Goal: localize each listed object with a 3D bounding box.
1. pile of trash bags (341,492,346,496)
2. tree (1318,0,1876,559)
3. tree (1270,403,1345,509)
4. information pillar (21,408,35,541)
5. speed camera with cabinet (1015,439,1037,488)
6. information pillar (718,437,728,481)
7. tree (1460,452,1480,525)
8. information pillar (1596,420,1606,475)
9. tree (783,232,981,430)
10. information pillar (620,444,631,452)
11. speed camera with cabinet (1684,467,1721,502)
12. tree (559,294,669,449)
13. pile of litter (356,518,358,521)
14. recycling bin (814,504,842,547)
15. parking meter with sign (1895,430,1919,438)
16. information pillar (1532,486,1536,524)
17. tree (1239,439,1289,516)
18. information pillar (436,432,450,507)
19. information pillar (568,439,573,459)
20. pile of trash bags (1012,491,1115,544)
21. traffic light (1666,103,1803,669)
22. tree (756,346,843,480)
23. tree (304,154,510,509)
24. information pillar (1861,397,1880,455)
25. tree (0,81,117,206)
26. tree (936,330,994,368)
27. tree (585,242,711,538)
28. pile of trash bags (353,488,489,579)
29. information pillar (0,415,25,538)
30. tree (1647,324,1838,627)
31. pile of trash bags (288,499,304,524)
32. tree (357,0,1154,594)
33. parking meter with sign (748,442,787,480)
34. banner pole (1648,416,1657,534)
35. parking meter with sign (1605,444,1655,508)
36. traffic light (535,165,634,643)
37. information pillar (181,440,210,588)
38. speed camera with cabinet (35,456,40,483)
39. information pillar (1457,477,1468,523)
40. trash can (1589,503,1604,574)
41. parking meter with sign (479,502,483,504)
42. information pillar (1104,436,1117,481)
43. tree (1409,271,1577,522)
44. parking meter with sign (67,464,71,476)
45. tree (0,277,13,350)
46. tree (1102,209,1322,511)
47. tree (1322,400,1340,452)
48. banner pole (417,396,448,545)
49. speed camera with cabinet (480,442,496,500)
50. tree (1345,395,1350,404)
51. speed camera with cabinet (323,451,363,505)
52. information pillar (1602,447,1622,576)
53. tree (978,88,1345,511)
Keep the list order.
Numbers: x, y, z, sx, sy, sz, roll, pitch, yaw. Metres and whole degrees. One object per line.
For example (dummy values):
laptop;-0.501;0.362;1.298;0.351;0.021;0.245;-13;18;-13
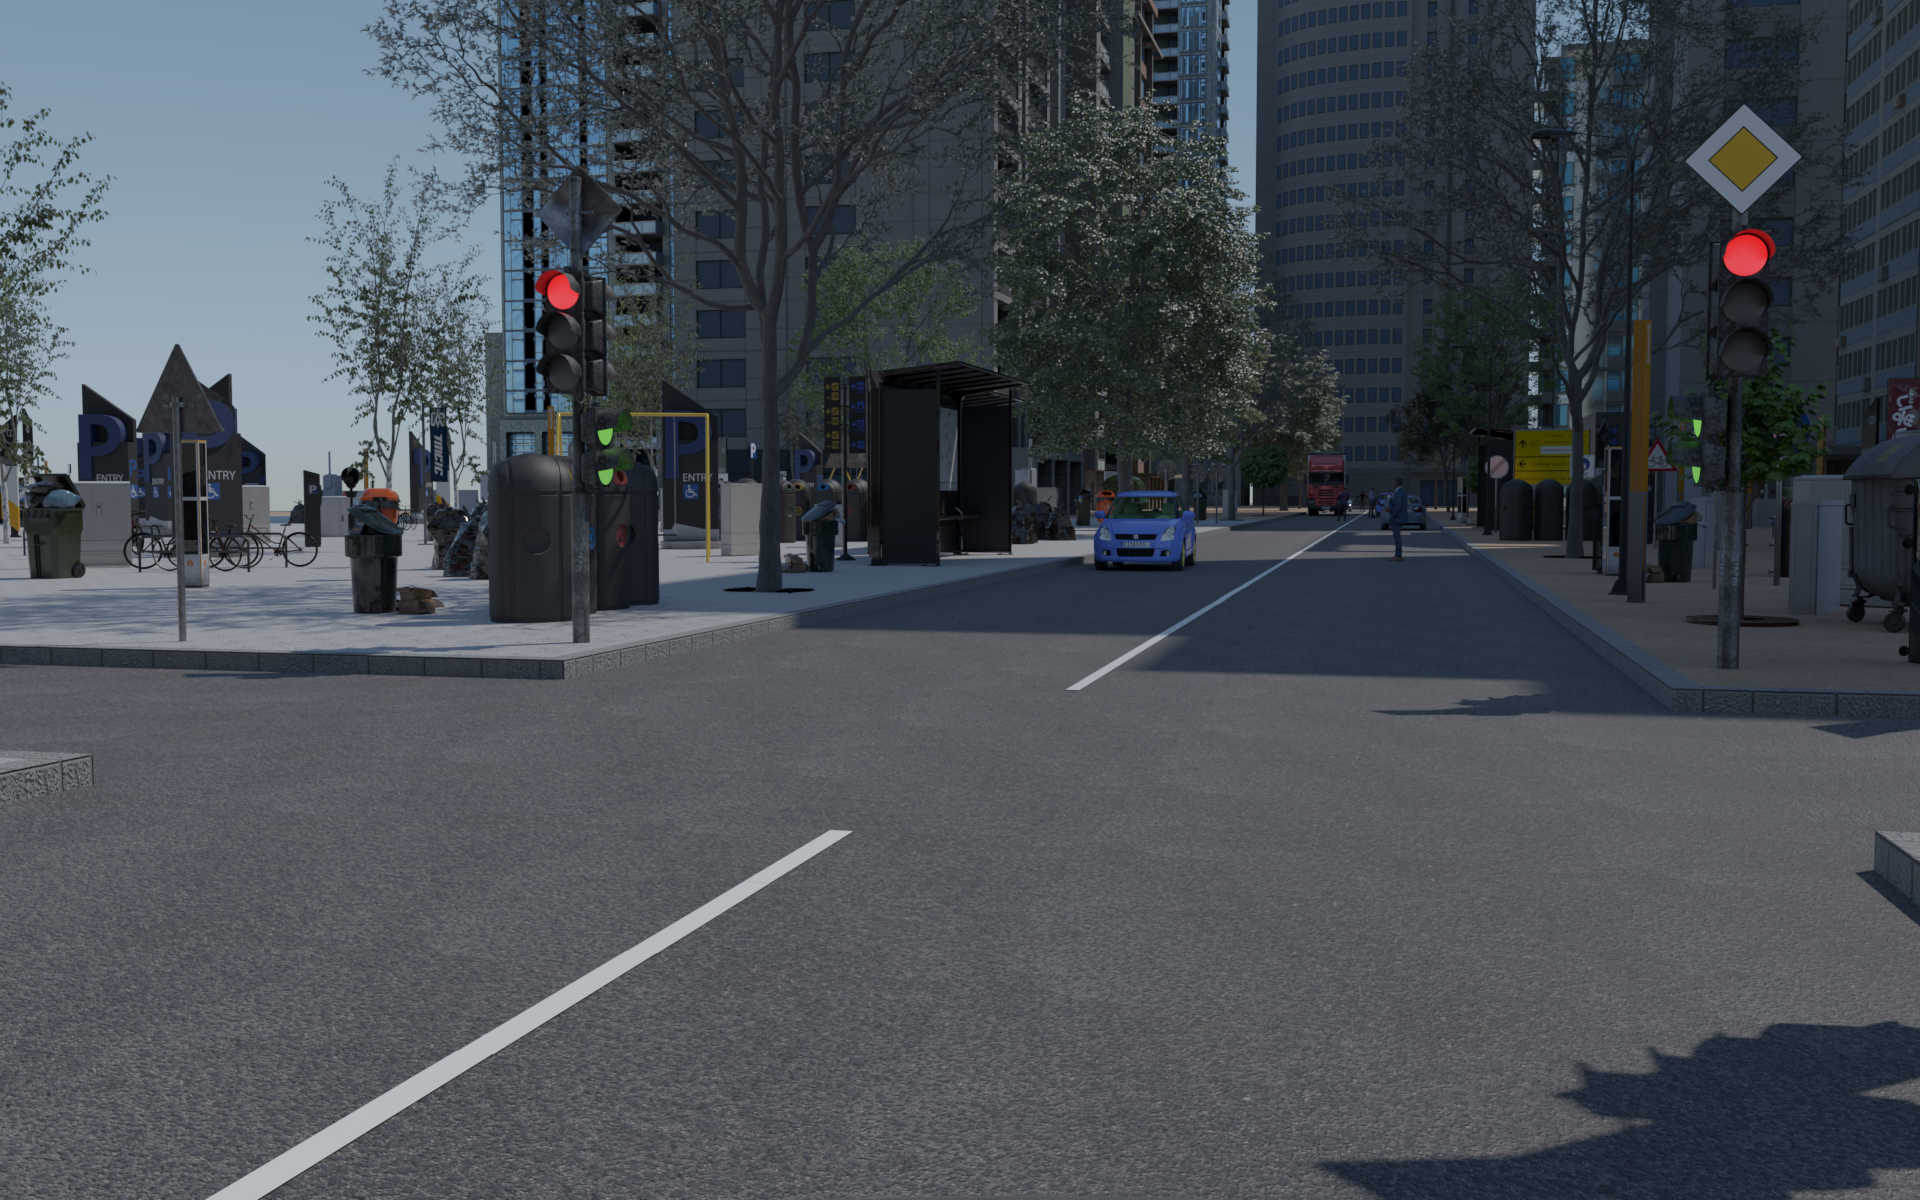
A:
pile of trash bags;-8.823;-1.248;30.159;3.447;1.369;1.912;1;4;8
tree;12.258;-7.567;34.086;12.009;13.543;11.850;0;3;0
tree;29.841;-13.241;150.899;8.767;10.594;7.601;3;4;39
information pillar;-25.530;-3.433;47.486;0.183;3.616;0.504;0;4;-6
speed camera with cabinet;2.684;-4.178;62.641;0.660;3.252;2.038;2;4;29
information pillar;-9.652;-4.850;70.645;0.504;3.616;0.183;3;5;39
tree;21.397;-4.719;71.753;1.663;3.219;1.824;0;3;0
information pillar;20.295;-3.887;54.907;0.183;3.616;0.504;3;5;44
tree;-3.101;-8.659;67.329;9.928;11.665;9.643;0;3;0
information pillar;-15.189;-5.336;78.598;0.504;3.616;0.183;0;4;-6
speed camera with cabinet;22.538;-3.550;52.375;0.660;3.252;2.038;3;5;43
tree;-12.571;-6.899;63.155;4.737;8.622;4.395;0;3;0
pile of litter;-19.468;-2.578;56.111;1.176;0.858;1.719;1;4;16
recycling bin;-3.168;-1.805;42.072;0.722;1.027;0.722;0;4;-5
parking meter with sign;11.677;-1.508;20.924;0.543;3.016;1.738;0;4;0
information pillar;20.584;-4.341;62.325;0.504;3.616;0.183;-2;4;-33
tree;17.832;-7.205;101.516;4.285;4.588;4.351;0;3;0
information pillar;-18.235;-4.268;61.131;0.504;3.616;0.183;-1;4;-12
information pillar;-15.613;-4.799;69.819;0.504;3.616;0.183;3;5;43
pile of trash bags;2.698;-2.363;48.385;3.447;1.369;1.912;-1;4;-13
traffic light;5.633;-1.450;12.633;0.839;4.253;0.868;1;4;14
tree;-8.120;-8.349;86.875;4.360;8.622;3.978;0;3;0
tree;-12.638;-5.398;38.615;4.360;8.622;3.978;0;3;0
information pillar;22.096;-3.102;42.071;0.183;3.616;0.504;-1;4;-12
tree;-13.896;-4.447;23.069;4.360;8.622;3.978;0;3;0
tree;-0.279;-7.777;77.522;4.737;8.622;4.395;0;3;0
tree;-8.996;-6.096;50.032;4.360;8.622;3.978;0;3;0
pile of trash bags;-7.435;-1.028;26.563;3.447;1.369;1.912;-2;4;-25
information pillar;-28.018;-3.652;51.068;0.504;3.616;0.183;0;4;-7
tree;7.625;-1.375;17.089;1.663;3.219;1.824;0;3;0
pile of trash bags;-27.864;-4.068;76.260;1.912;1.369;3.447;1;4;16
tree;-2.402;-6.856;22.463;12.009;13.543;11.850;0;3;0
parking meter with sign;-6.227;-3.798;58.363;1.738;3.016;0.543;1;4;15
banner pole;21.979;-3.980;55.097;0.401;3.779;0.863;3;5;44
parking meter with sign;23.391;-3.925;60.436;1.738;3.016;0.543;-1;4;-17
traffic light;-3.256;-1.586;14.846;0.839;4.253;0.868;1;4;14
information pillar;-10.506;-1.176;23.723;0.304;2.012;0.304;0;4;-3
speed camera with cabinet;-48.130;-5.882;90.514;0.660;3.252;2.038;-1;4;-12
information pillar;22.029;-4.370;75.946;0.304;2.012;0.304;-2;4;-24
trash can;10.473;-0.987;27.786;0.748;1.137;0.748;0;3;0
parking meter with sign;-24.510;-5.800;91.096;1.738;3.016;0.543;-3;5;-44
information pillar;5.473;-4.380;62.964;0.504;3.616;0.183;-1;4;-13
tree;24.506;-9.428;79.900;9.928;11.665;9.643;0;3;0
parking meter with sign;-51.939;-6.303;99.310;1.738;3.016;0.543;-3;4;-39
tree;-22.716;-5.318;37.313;4.737;8.622;4.395;0;3;0
tree;8.912;-9.253;69.420;7.486;12.596;7.792;0;3;0
tree;32.143;-14.949;162.537;7.486;12.596;7.792;0;3;0
banner pole;-13.331;-3.290;43.805;0.863;3.779;0.401;-3;5;-40
speed camera with cabinet;-17.693;-4.398;66.251;0.660;3.252;2.038;0;4;8
tree;24.894;-13.835;132.853;9.857;13.997;8.962;0;3;0
speed camera with cabinet;-28.542;-5.262;80.372;2.038;3.252;0.660;1;4;19
information pillar;10.262;-1.384;27.124;0.304;2.012;0.304;1;4;10
tree;5.052;-8.977;53.427;9.857;13.997;8.962;0;3;0
